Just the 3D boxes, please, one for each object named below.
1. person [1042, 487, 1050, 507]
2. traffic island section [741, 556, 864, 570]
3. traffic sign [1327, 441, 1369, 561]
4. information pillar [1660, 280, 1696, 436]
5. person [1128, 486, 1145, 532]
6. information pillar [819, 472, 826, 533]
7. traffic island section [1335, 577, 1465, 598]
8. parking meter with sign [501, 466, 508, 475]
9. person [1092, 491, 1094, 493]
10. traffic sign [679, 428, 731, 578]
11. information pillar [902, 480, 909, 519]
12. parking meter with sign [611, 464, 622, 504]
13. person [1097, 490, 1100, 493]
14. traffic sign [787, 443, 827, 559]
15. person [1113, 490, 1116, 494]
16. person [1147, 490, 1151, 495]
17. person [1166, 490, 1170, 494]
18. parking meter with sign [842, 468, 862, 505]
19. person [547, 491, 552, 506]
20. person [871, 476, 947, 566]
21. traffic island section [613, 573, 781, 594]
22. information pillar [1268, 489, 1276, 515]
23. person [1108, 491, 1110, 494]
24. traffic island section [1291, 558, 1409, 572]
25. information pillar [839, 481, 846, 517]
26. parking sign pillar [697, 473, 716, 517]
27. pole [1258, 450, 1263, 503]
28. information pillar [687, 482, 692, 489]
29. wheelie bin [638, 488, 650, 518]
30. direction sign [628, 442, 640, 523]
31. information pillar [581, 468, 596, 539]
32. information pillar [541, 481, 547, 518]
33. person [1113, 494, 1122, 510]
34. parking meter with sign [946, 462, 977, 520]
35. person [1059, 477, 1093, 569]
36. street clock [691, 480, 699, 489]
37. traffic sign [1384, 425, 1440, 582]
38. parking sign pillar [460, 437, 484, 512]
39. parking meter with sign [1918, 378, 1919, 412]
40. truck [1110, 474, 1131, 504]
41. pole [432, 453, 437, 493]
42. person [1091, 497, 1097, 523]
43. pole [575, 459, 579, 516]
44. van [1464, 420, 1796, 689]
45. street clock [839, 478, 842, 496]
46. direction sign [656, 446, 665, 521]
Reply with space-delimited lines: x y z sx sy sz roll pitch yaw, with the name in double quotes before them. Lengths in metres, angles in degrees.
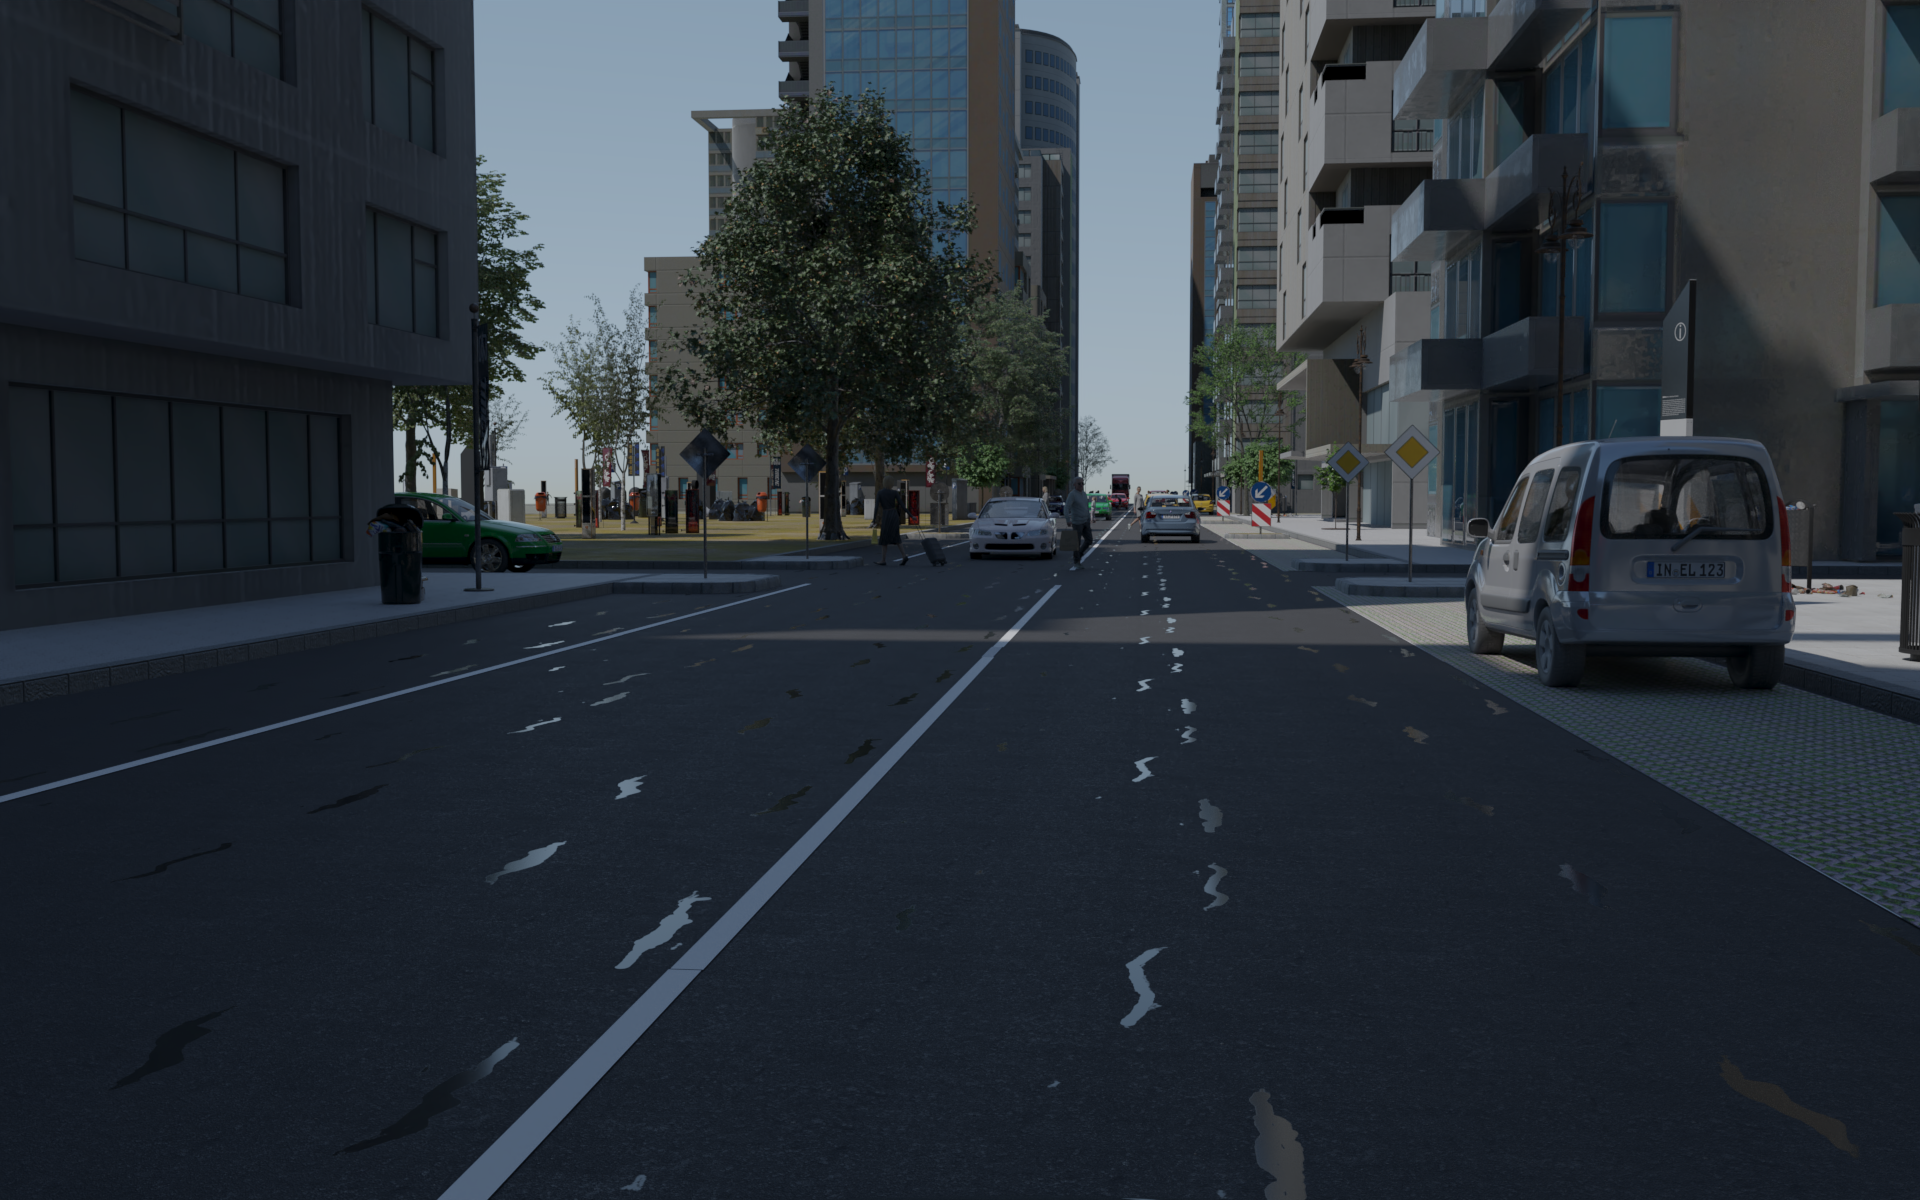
"person" 4.301 -4.765 86.592 0.728 1.800 0.709 0 4 -5
"traffic island section" -3.046 -0.737 34.325 2.009 0.180 2.903 0 4 6
"traffic sign" 7.410 -1.803 33.124 0.795 2.450 0.064 0 4 6
"information pillar" 7.954 -1.704 19.219 0.183 3.616 0.504 -1 4 -12
"person" 6.765 -3.469 65.965 0.760 1.731 0.466 1 4 16
"information pillar" -4.432 -3.193 56.694 0.304 2.012 0.304 1 4 10
"traffic island section" 6.582 -0.182 25.259 2.009 0.180 2.903 0 4 6
"parking meter with sign" -28.331 -6.782 107.146 0.543 3.016 1.738 -1 4 -9
"person" 12.401 -9.451 163.472 0.683 1.767 0.568 0 4 -7
"traffic sign" -3.874 -1.387 26.321 0.795 2.450 0.064 0 4 6
"information pillar" -2.819 -5.205 89.592 0.304 2.012 0.304 2 4 25
"parking meter with sign" -19.027 -6.085 95.743 0.543 3.016 1.738 -2 4 -29
"person" 13.865 -10.119 173.941 0.705 1.824 1.348 -2 4 -23
"traffic sign" -3.022 -1.873 34.261 0.795 2.450 0.064 0 4 6
"person" 18.422 -12.176 207.212 1.348 1.869 0.705 2 4 29
"person" 15.482 -8.178 142.992 0.721 1.735 1.217 -1 4 -14
"person" 13.238 -6.224 111.079 0.721 1.723 1.217 -3 4 -38
"parking meter with sign" -6.659 -6.972 110.249 1.738 3.016 0.543 2 4 33
"person" -46.600 -11.392 195.577 1.217 1.723 0.721 1 4 13
"person" -1.077 -1.584 34.622 1.509 1.804 0.699 2 4 27
"traffic island section" -3.899 -0.251 26.385 2.009 0.180 2.903 0 4 6
"information pillar" 18.975 -6.981 105.487 0.504 3.616 0.183 0 4 -8
"person" 16.622 -11.235 192.894 1.217 1.736 0.721 3 4 38
"traffic island section" 7.435 -0.668 33.199 2.009 0.180 2.903 0 4 6
"information pillar" -6.572 -5.651 96.886 0.304 2.012 0.304 -2 4 -29
"parking sign pillar" -14.044 -6.568 95.852 1.447 3.967 1.447 -3 5 -42
"pole" 14.061 -5.330 80.988 0.158 3.312 0.155 0 3 0
"information pillar" -16.859 -6.346 108.254 0.304 2.012 0.304 1 4 13
"wheelie bin" -17.042 -5.250 93.742 0.980 1.594 0.693 -1 4 -20
"direction sign" -14.228 -5.112 75.578 0.379 3.537 0.876 -3 5 -43
"information pillar" -10.606 -2.750 49.449 0.304 2.012 0.304 1 4 12
"information pillar" -22.598 -5.477 94.040 0.304 2.012 0.304 -1 4 -13
"person" 13.944 -8.640 152.959 0.628 1.438 0.799 1 4 22
"parking meter with sign" 0.012 -5.451 85.385 1.738 3.016 0.543 -3 4 -37
"person" 2.204 -1.483 33.233 0.515 1.767 0.782 3 5 42
"street clock" -13.620 -5.168 89.073 0.358 2.002 0.471 1 4 18
"traffic sign" 6.558 -1.318 25.185 0.795 2.450 0.064 0 4 6
"parking sign pillar" -22.058 -5.494 78.307 1.447 3.967 1.447 3 5 44
"parking meter with sign" 14.244 -1.725 24.462 0.543 3.016 1.738 0 4 1
"truck" 22.496 -15.517 242.613 2.839 4.237 11.283 0 4 6
"pole" -26.147 -5.650 86.219 0.158 3.312 0.155 0 3 0
"person" 6.582 -4.468 85.826 0.394 1.301 0.425 1 4 12
"pole" -22.253 -6.527 100.552 0.158 3.312 0.155 0 3 0
"van" 5.269 -0.432 14.082 2.013 2.044 4.112 0 4 5
"street clock" -5.426 -4.427 76.950 0.358 2.002 0.471 -1 4 -18
"direction sign" -14.194 -5.509 82.070 0.379 3.537 0.876 -3 4 -37
